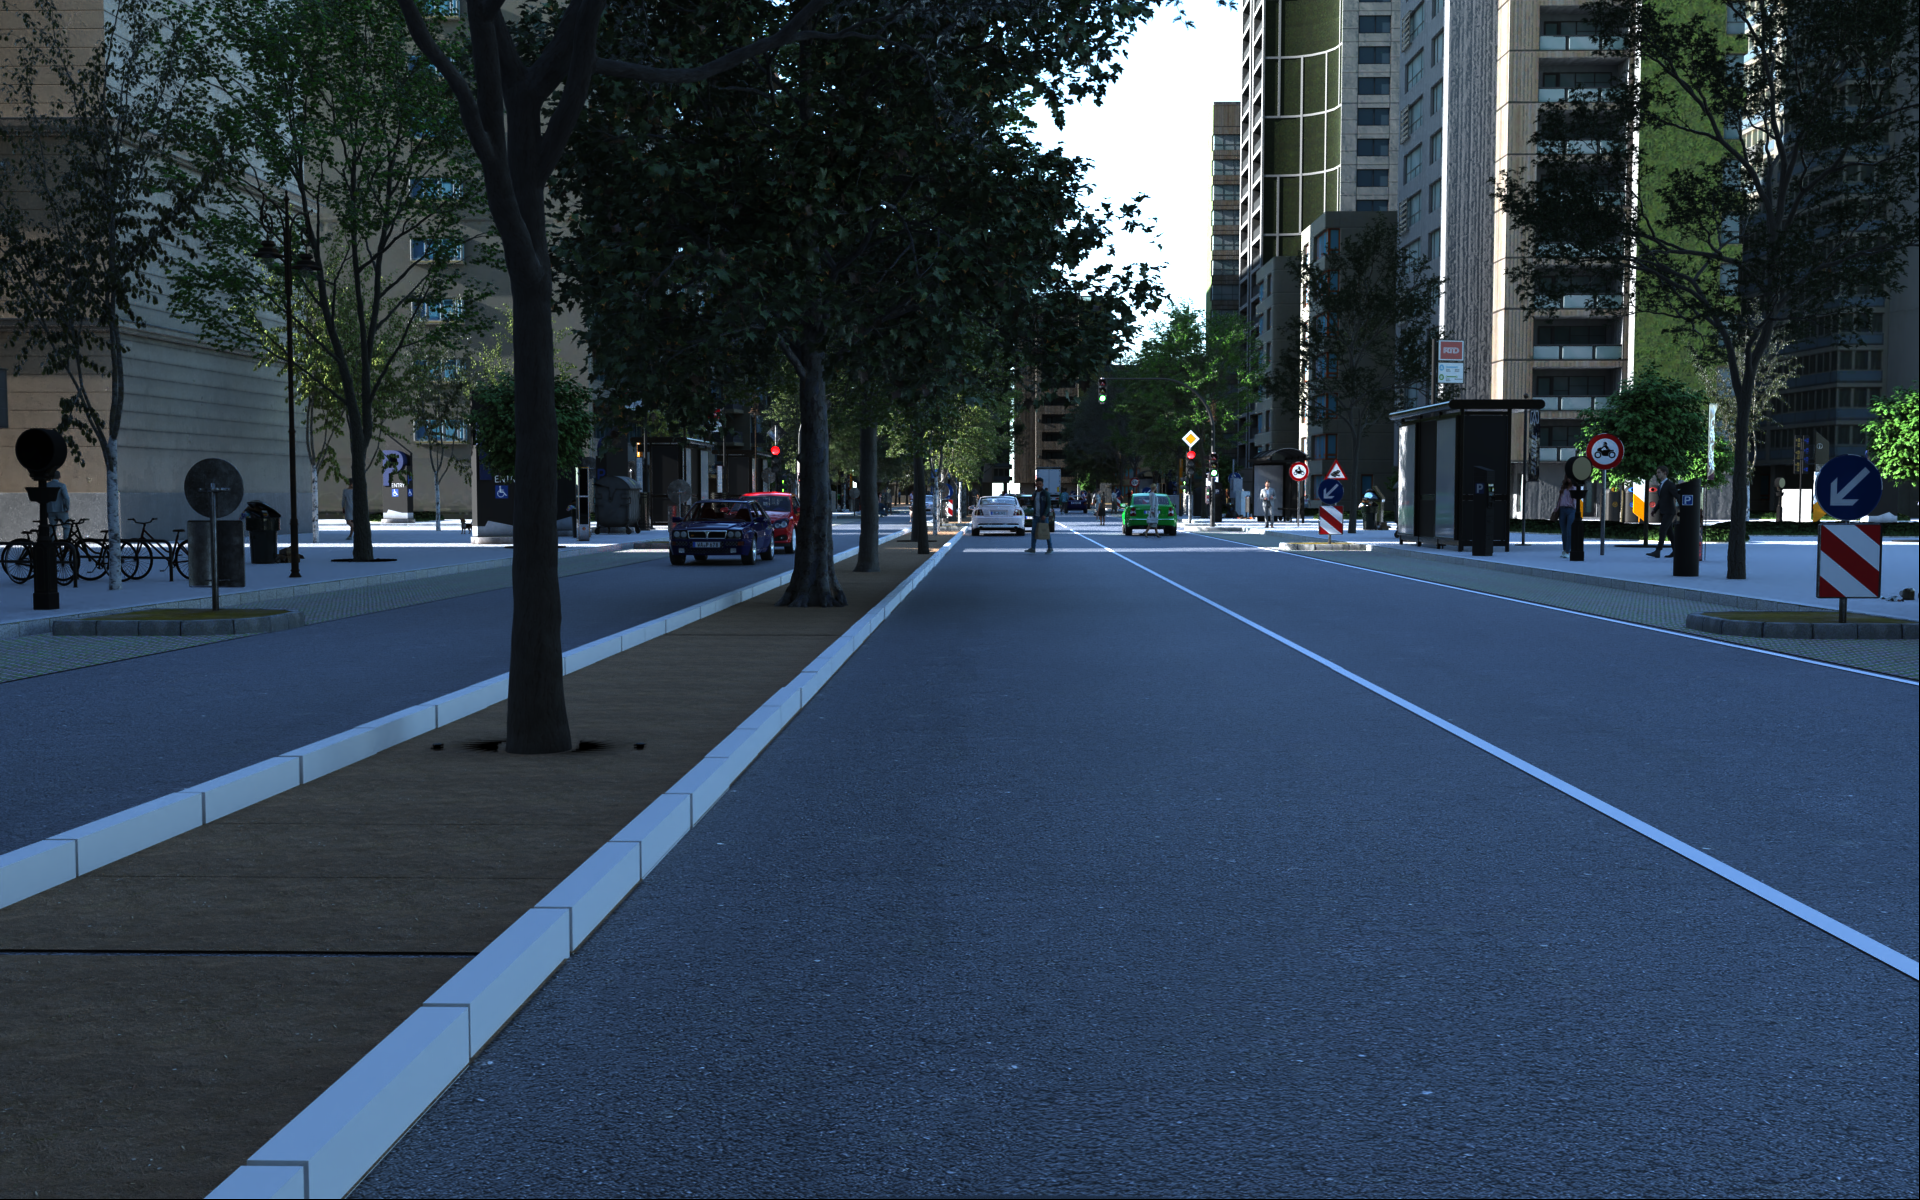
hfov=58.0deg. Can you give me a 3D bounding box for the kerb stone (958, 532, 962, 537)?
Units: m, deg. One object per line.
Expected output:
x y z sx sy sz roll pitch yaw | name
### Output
-0.086 -1.941 54.026 0.120 0.150 1.000 0 4 1 | kerb stone

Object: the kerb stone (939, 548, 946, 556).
-0.454 -1.008 38.674 0.120 0.150 1.000 0 4 1 | kerb stone

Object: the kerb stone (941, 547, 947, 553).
-0.426 -1.068 39.696 0.120 0.150 1.000 0 4 1 | kerb stone

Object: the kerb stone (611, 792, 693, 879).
-1.226 0.935 6.907 0.120 0.150 1.000 0 4 1 | kerb stone

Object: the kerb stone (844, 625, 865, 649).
-1.004 0.374 16.120 0.120 0.150 1.000 0 4 1 | kerb stone

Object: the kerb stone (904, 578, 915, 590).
-0.783 -0.192 25.340 0.120 0.150 1.000 0 4 1 | kerb stone

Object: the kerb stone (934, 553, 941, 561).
-0.529 -0.816 35.602 0.120 0.150 1.000 0 4 1 | kerb stone

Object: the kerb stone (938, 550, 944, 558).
-0.484 -0.943 37.649 0.120 0.150 1.000 0 4 1 | kerb stone

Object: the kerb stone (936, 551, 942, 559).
-0.504 -0.883 36.625 0.120 0.150 1.000 0 4 1 | kerb stone

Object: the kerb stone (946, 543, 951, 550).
-0.356 -1.256 42.767 0.120 0.150 1.000 0 4 1 | kerb stone

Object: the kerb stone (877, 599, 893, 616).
-0.902 0.121 20.225 0.120 0.150 1.000 0 4 1 | kerb stone

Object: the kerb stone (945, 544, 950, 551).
-0.389 -1.191 41.746 0.120 0.150 1.000 0 4 1 | kerb stone

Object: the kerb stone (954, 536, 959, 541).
-0.187 -1.696 49.930 0.120 0.150 1.000 0 4 1 | kerb stone

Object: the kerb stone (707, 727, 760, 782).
-1.176 0.810 8.950 0.120 0.150 1.000 0 4 1 | kerb stone

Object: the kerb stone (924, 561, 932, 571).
-0.634 -0.566 31.499 0.120 0.150 1.000 0 4 1 | kerb stone

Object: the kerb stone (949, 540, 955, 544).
-0.281 -1.444 45.834 0.120 0.150 1.000 0 4 1 | kerb stone

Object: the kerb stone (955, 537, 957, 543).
-0.215 -1.633 48.901 0.120 0.150 1.000 0 4 1 | kerb stone

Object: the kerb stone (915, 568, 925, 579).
-0.704 -0.380 28.414 0.120 0.150 1.000 0 4 1 | kerb stone

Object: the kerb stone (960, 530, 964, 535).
-0.016 -2.135 57.104 0.120 0.150 1.000 0 4 1 | kerb stone

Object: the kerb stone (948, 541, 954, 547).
-0.304 -1.383 44.812 0.120 0.150 1.000 0 4 1 | kerb stone

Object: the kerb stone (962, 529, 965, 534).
0.006 -2.198 58.126 0.120 0.150 1.000 0 4 1 | kerb stone

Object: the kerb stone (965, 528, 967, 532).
0.079 -2.385 61.197 0.120 0.150 1.000 0 4 1 | kerb stone

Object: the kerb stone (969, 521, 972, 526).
0.474 -3.355 77.120 0.120 0.150 1.000 0 4 1 | kerb stone

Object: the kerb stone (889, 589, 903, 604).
-0.859 -0.003 22.273 0.120 0.150 1.000 0 4 1 | kerb stone

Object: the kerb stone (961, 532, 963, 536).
-0.061 -2.010 55.060 0.120 0.150 1.000 0 4 1 | kerb stone

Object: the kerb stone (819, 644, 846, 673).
-1.053 0.497 14.069 0.120 0.150 1.000 0 4 1 | kerb stone

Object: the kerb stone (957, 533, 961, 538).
-0.111 -1.876 53.005 0.120 0.150 1.000 0 4 1 | kerb stone

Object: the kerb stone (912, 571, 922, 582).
-0.731 -0.313 27.388 0.120 0.150 1.000 0 4 1 | kerb stone

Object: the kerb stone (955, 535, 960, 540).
-0.156 -1.755 50.961 0.120 0.150 1.000 0 4 1 | kerb stone

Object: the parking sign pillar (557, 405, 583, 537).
-12.145 -3.928 52.698 1.447 3.967 1.447 -1 4 -13 | parking sign pillar

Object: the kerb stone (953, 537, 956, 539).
-0.240 -1.571 47.880 0.120 0.150 1.000 0 4 1 | kerb stone

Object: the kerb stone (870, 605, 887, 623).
-0.935 0.186 19.198 0.120 0.150 1.000 0 4 1 | kerb stone

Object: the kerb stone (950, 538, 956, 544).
-0.261 -1.508 46.855 0.120 0.150 1.000 0 4 1 | kerb stone

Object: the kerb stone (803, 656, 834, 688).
-1.077 0.560 13.041 0.120 0.150 1.000 0 4 1 | kerb stone

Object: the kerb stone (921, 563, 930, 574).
-0.652 -0.506 30.468 0.120 0.150 1.000 0 4 1 | kerb stone

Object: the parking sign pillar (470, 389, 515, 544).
-11.956 -3.449 44.855 1.447 3.967 1.447 -2 4 -34 | parking sign pillar

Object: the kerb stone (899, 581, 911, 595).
-0.809 -0.130 24.316 0.120 0.150 1.000 0 4 1 | kerb stone

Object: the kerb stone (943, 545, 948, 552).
-0.415 -1.133 40.724 0.120 0.150 1.000 0 4 1 | kerb stone

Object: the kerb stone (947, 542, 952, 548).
-0.339 -1.319 43.790 0.120 0.150 1.000 0 4 1 | kerb stone

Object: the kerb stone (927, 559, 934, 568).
-0.607 -0.632 32.525 0.120 0.150 1.000 0 4 1 | kerb stone

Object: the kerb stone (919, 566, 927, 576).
-0.684 -0.443 29.439 0.120 0.150 1.000 0 4 1 | kerb stone

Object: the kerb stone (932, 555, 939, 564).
-0.551 -0.757 34.576 0.120 0.150 1.000 0 4 1 | kerb stone

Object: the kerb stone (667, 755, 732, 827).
-1.194 0.873 7.929 0.120 0.150 1.000 0 4 1 | kerb stone

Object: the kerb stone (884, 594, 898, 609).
-0.883 0.063 21.247 0.120 0.150 1.000 0 4 1 | kerb stone

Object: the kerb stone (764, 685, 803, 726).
-1.132 0.685 10.998 0.120 0.150 1.000 0 4 1 | kerb stone

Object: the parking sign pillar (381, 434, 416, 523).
-24.933 -5.401 76.779 1.447 3.967 1.447 1 4 19 | parking sign pillar

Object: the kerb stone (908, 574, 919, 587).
-0.749 -0.255 26.366 0.120 0.150 1.000 0 4 1 | kerb stone

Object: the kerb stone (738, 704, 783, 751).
-1.155 0.748 9.972 0.120 0.150 1.000 0 4 1 | kerb stone

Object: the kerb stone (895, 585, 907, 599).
-0.829 -0.065 23.294 0.120 0.150 1.000 0 4 1 | kerb stone

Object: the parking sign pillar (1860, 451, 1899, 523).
34.976 -4.731 65.821 1.447 3.967 1.447 -1 4 -13 | parking sign pillar

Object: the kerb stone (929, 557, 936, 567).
-0.585 -0.688 33.554 0.120 0.150 1.000 0 4 1 | kerb stone

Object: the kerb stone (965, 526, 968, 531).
0.132 -2.510 63.240 0.120 0.150 1.000 0 4 1 | kerb stone

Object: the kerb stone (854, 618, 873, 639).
-0.986 0.312 17.144 0.120 0.150 1.000 0 4 1 | kerb stone

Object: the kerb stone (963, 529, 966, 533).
0.038 -2.260 59.147 0.120 0.150 1.000 0 4 1 | kerb stone

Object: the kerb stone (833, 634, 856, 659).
-1.032 0.438 15.098 0.120 0.150 1.000 0 4 1 | kerb stone

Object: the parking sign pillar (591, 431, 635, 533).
-11.573 -4.229 57.619 1.447 3.967 1.447 1 4 22 | parking sign pillar

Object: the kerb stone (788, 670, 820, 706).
-1.099 0.629 12.019 0.120 0.150 1.000 0 4 1 | kerb stone

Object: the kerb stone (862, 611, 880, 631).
-0.958 0.251 18.168 0.120 0.150 1.000 0 4 1 | kerb stone
